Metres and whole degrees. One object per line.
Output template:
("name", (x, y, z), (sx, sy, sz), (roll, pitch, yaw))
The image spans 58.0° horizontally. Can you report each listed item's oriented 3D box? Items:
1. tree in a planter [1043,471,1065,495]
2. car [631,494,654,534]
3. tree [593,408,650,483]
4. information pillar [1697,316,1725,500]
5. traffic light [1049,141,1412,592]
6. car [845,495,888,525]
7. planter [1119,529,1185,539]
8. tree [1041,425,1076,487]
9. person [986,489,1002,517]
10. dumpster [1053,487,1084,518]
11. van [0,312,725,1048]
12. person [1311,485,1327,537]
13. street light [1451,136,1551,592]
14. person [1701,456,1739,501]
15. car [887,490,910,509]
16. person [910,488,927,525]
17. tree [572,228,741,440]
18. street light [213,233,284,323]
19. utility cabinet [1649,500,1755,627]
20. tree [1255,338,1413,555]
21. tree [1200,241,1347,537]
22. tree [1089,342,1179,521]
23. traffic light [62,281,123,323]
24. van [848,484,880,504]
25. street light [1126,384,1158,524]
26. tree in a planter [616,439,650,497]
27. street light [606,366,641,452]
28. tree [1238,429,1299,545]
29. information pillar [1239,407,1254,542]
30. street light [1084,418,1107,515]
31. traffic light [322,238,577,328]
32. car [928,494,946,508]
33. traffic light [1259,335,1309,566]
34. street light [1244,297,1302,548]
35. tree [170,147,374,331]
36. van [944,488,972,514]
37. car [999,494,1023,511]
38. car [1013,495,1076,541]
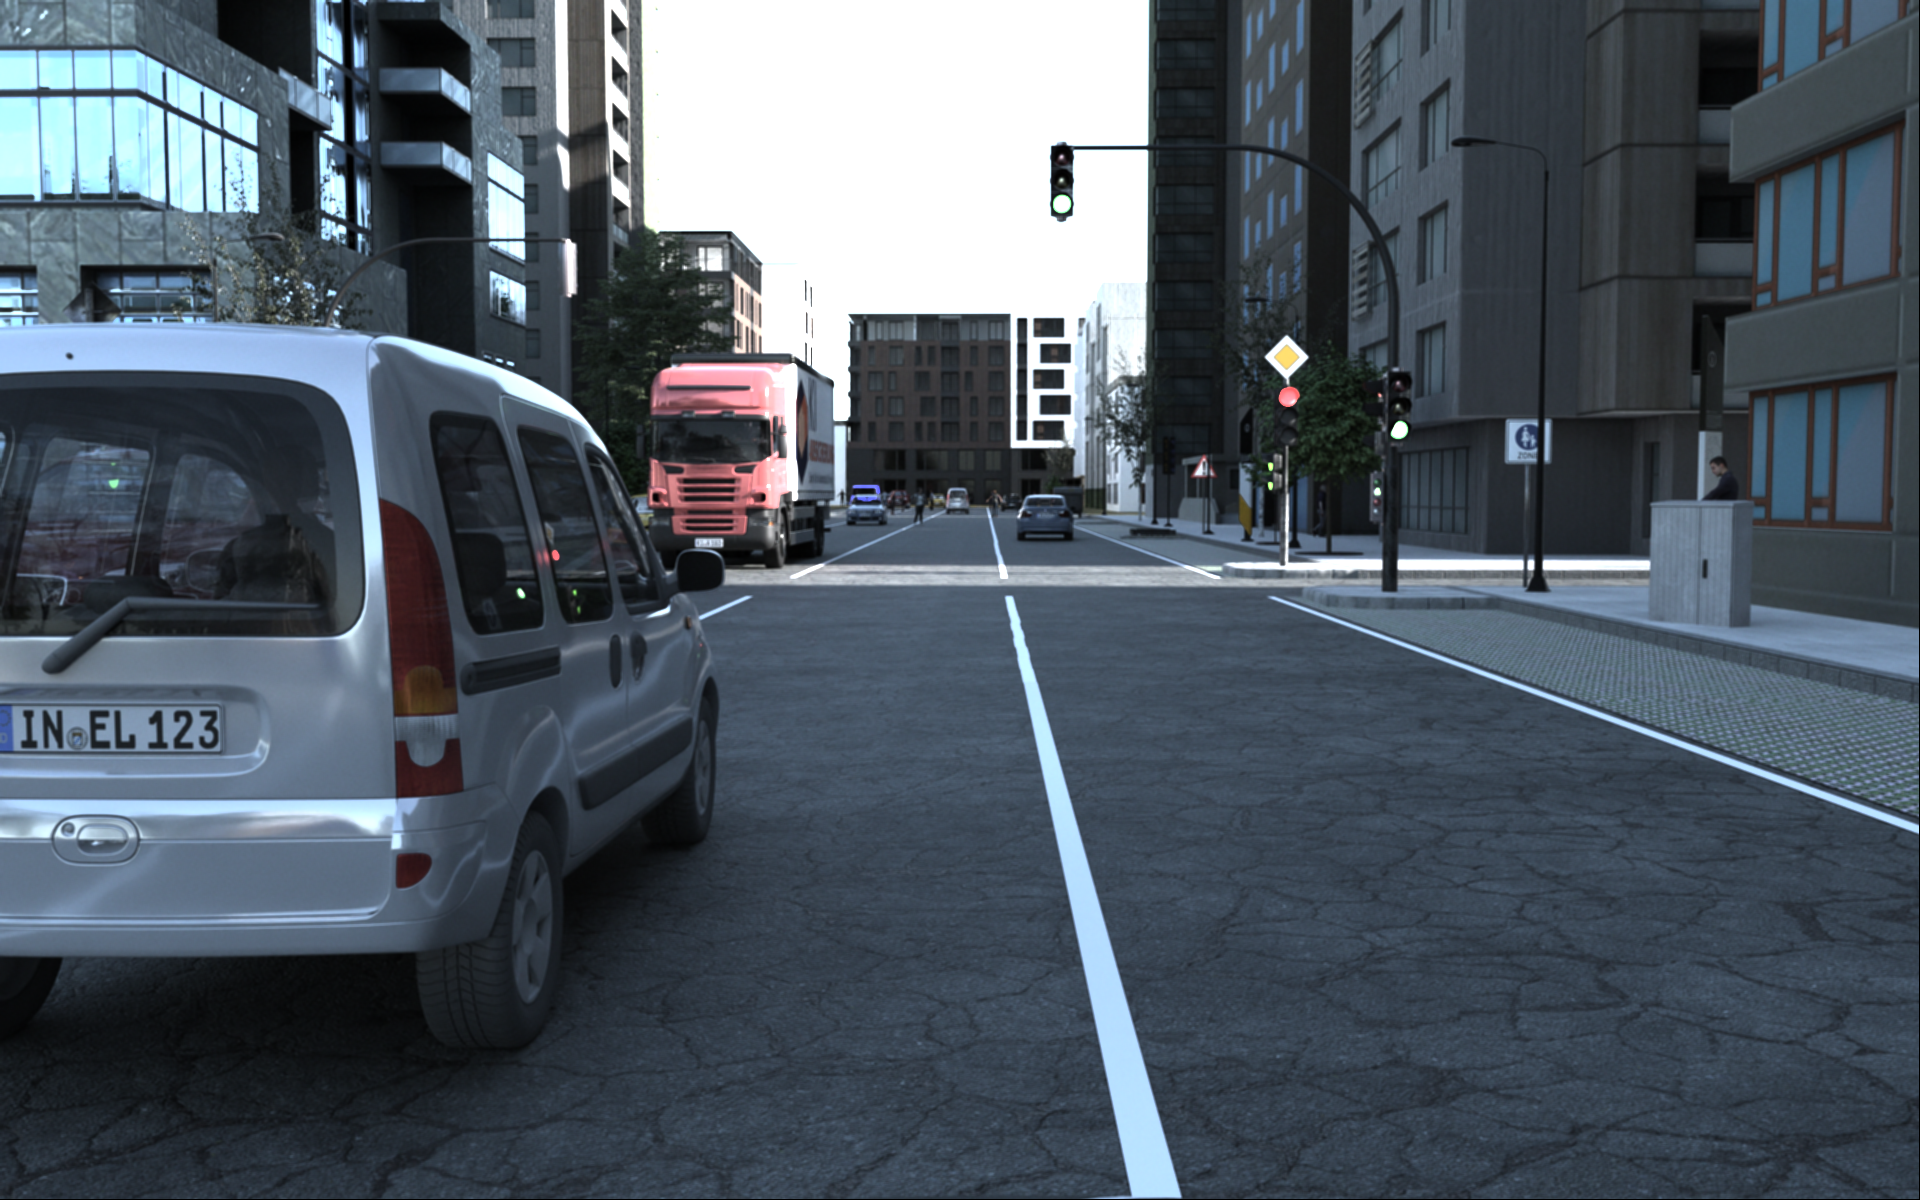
("tree in a planter", (7.198, -8.297, 132.882), (1.991, 3.239, 1.994), (0, 4, 1))
("car", (-7.916, -2.109, 44.704), (2.015, 1.641, 3.980), (0, 4, 1))
("tree", (-12.899, -5.073, 66.661), (4.285, 4.588, 4.351), (0, 3, 0))
("information pillar", (9.953, -1.935, 22.993), (0.504, 3.616, 0.183), (-3, 5, -40))
("traffic light", (3.530, -2.930, 22.568), (4.771, 5.953, 1.251), (0, 4, 1))
("car", (-4.351, -4.240, 81.319), (2.014, 1.417, 4.499), (0, 3, 0))
("planter", (6.122, -2.098, 55.434), (1.991, 0.319, 1.994), (0, 4, 1))
("tree", (10.952, -14.248, 183.309), (4.360, 8.622, 3.978), (0, 3, 0))
("person", (2.157, -6.096, 108.884), (1.217, 1.735, 0.721), (3, 4, 39))
("dumpster", (6.538, -5.912, 104.883), (1.865, 1.857, 1.264), (0, 3, 0))
("van", (-1.890, 0.070, 5.861), (2.013, 2.044, 4.112), (0, 4, 1))
("person", (10.677, -2.631, 51.264), (0.471, 1.553, 0.569), (3, 5, 44))
("street light", (7.073, -3.065, 22.647), (1.470, 5.913, 1.316), (0, 4, 1))
("person", (9.670, -0.963, 22.230), (0.568, 1.767, 0.683), (1, 4, 23))
("car", (-5.977, -9.839, 169.536), (2.281, 1.827, 5.304), (0, 4, 2))
("person", (-1.890, -4.355, 80.421), (0.841, 1.734, 0.376), (-1, 4, -21))
("tree", (-13.203, -9.582, 74.792), (7.486, 12.596, 7.792), (0, 3, 0))
("street light", (-12.748, -3.577, 31.022), (1.470, 5.913, 1.316), (0, 4, 1))
("utility cabinet", (7.309, -0.365, 17.126), (0.306, 1.237, 1.020), (-2, 4, -25))
("tree", (7.938, -3.246, 36.785), (4.285, 4.588, 4.351), (0, 3, 0))
("tree", (9.219, -6.179, 51.386), (4.360, 8.622, 3.978), (0, 3, 0))
("tree", (8.448, -8.131, 83.309), (4.360, 8.622, 3.978), (0, 3, 0))
("traffic light", (-11.436, -2.078, 22.902), (0.839, 4.253, 0.868), (0, 4, 1))
("van", (-6.700, -7.242, 122.786), (2.240, 2.365, 5.245), (0, 4, 1))
("street light", (7.697, -6.150, 73.094), (1.470, 5.913, 1.316), (0, 4, 1))
("tree in a planter", (-10.682, -3.609, 56.223), (1.991, 3.239, 1.994), (0, 4, 1))
("street light", (-12.315, -5.542, 63.150), (1.470, 5.913, 1.316), (0, 4, 1))
("tree", (7.886, -3.018, 43.952), (1.663, 3.219, 1.824), (0, 3, 0))
("information pillar", (7.761, -3.400, 46.951), (0.183, 3.616, 0.504), (-2, 4, -27))
("street light", (8.270, -8.133, 105.516), (1.470, 5.913, 1.316), (0, 4, 1))
("traffic light", (-9.232, -3.439, 30.892), (4.771, 5.953, 1.251), (0, 4, 1))
("car", (-2.255, -10.058, 174.676), (2.015, 1.641, 3.980), (0, 4, 0))
("traffic light", (5.735, -2.553, 30.665), (0.839, 4.253, 0.868), (0, 4, 1))
("street light", (7.402, -4.185, 40.965), (1.470, 5.913, 1.316), (0, 4, 1))
("tree", (-14.374, -5.282, 36.725), (4.360, 8.622, 3.978), (0, 3, 0))
("van", (-0.157, -7.243, 125.433), (2.013, 2.044, 4.112), (0, 4, 1))
("car", (4.286, -8.232, 144.375), (2.009, 1.686, 4.222), (0, 4, 0))
("car", (2.685, -2.616, 54.766), (2.014, 1.417, 4.499), (0, 4, 2))
